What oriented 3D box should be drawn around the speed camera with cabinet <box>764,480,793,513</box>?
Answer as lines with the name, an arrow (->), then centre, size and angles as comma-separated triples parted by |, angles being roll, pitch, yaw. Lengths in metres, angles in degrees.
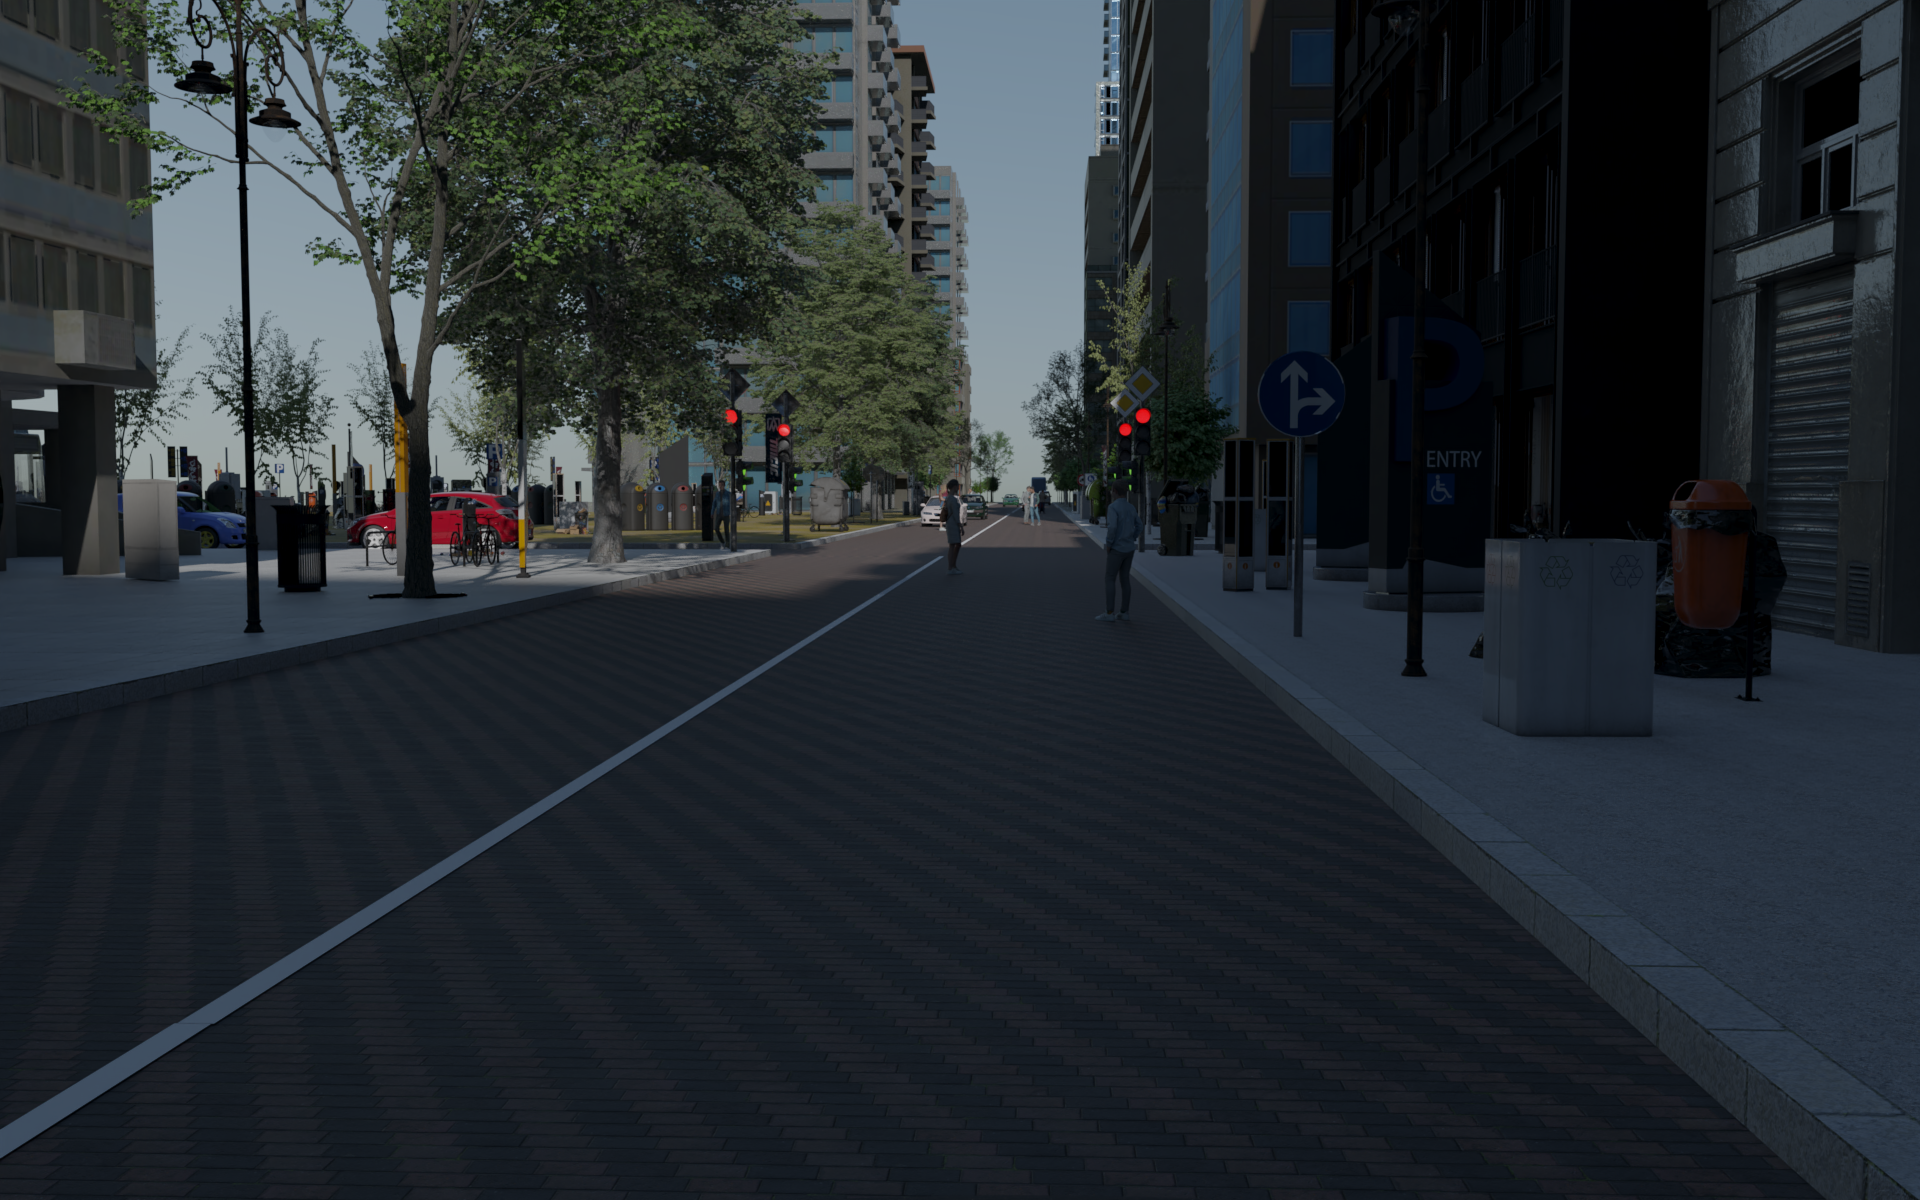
speed camera with cabinet -> -12.093, -7.355, 114.585 | 2.038, 3.252, 0.660 | 1, 4, 10

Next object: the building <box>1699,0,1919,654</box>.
building -> 14.201, -10.368, 2.798 | 16.112, 22.955, 30.059 | 0, 4, 3

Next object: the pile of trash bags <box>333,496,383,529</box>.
pile of trash bags -> -21.681, -3.389, 65.155 | 1.912, 1.369, 3.447 | 3, 5, 41

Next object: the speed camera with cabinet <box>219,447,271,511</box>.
speed camera with cabinet -> -30.225, -4.823, 73.196 | 2.038, 3.252, 0.660 | 1, 4, 9

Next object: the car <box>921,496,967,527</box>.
car -> -0.676, -3.967, 77.214 | 2.083, 1.381, 4.827 | 0, 4, 3

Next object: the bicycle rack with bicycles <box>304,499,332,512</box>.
bicycle rack with bicycles -> -42.919, -6.337, 116.999 | 2.852, 0.926, 2.925 | -2, 4, -24

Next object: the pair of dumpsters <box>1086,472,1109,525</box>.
pair of dumpsters -> 6.183, -4.357, 73.730 | 1.574, 2.255, 4.437 | 0, 4, 3

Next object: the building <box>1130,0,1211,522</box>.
building -> 19.751, -28.335, 86.986 | 21.300, 48.544, 21.600 | 0, 4, 3

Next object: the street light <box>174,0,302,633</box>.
street light -> -6.549, -2.636, 15.887 | 0.468, 5.910, 1.993 | 0, 4, 3

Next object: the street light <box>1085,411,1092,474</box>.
street light -> 7.074, -7.483, 95.133 | 0.468, 5.910, 1.993 | 0, 4, 3

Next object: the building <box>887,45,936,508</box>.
building -> -13.808, -31.383, 167.731 | 22.147, 44.769, 28.867 | 0, 4, 3

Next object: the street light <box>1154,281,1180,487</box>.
street light -> 4.477, -3.967, 37.656 | 0.468, 5.910, 1.993 | 0, 4, 3

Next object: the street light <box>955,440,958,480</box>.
street light -> -0.313, -10.791, 149.215 | 0.468, 5.910, 1.993 | 0, 4, 3

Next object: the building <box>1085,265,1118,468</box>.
building -> 22.793, -27.331, 218.557 | 14.160, 30.474, 14.107 | 0, 4, 3

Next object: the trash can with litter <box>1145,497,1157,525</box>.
trash can with litter -> 7.856, -3.671, 71.405 | 0.624, 1.170, 1.055 | -1, 4, -18

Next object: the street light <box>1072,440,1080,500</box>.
street light -> 8.262, -9.048, 120.714 | 0.468, 5.910, 1.993 | 0, 4, 3

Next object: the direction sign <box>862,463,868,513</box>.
direction sign -> -6.835, -7.835, 120.095 | 0.876, 3.537, 0.379 | 0, 4, -1

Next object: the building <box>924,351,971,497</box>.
building -> -12.920, -23.197, 224.310 | 27.650, 21.520, 28.899 | 0, 4, 3

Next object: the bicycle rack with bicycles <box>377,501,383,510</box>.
bicycle rack with bicycles -> -30.759, -4.777, 91.482 | 2.852, 0.926, 2.925 | -2, 4, -29

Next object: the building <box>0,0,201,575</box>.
building -> -25.057, -20.166, 21.600 | 23.993, 40.220, 32.217 | 0, 4, 3

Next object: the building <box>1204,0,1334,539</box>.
building -> 15.550, -24.735, 54.526 | 14.200, 45.320, 14.600 | 0, 4, 3

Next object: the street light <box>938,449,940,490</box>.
street light -> -1.482, -9.197, 123.165 | 0.468, 5.910, 1.993 | 0, 4, 3

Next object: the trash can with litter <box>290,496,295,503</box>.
trash can with litter -> -47.159, -6.731, 121.440 | 1.055, 1.170, 0.624 | 1, 4, 12

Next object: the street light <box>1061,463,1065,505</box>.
street light -> 11.952, -13.713, 197.000 | 0.468, 5.910, 1.993 | 0, 4, 3

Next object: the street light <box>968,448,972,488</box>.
street light -> 1.045, -12.355, 174.791 | 0.468, 5.910, 1.993 | 0, 4, 3

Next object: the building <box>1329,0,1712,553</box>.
building -> 13.226, -12.028, 26.330 | 12.332, 23.373, 15.834 | 0, 4, 3

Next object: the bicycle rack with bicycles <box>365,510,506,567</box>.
bicycle rack with bicycles -> -9.427, -1.118, 31.659 | 2.852, 0.926, 2.925 | 0, 4, 5

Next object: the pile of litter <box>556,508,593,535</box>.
pile of litter -> -12.359, -2.539, 55.475 | 1.176, 0.858, 1.719 | -1, 4, -15

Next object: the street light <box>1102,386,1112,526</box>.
street light -> 5.943, -5.930, 69.743 | 0.468, 5.910, 1.993 | 0, 4, 3

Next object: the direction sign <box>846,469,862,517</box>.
direction sign -> -6.125, -6.459, 97.605 | 0.876, 3.537, 0.379 | -1, 4, -19

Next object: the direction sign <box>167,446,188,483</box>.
direction sign -> -36.972, -5.500, 81.916 | 0.876, 3.537, 0.379 | -1, 4, -17

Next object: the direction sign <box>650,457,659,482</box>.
direction sign -> -18.596, -6.941, 105.487 | 0.876, 3.537, 0.379 | 3, 5, 43

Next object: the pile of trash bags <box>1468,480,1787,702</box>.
pile of trash bags -> 4.822, -0.149, 12.182 | 1.912, 1.369, 3.447 | 0, 4, 6

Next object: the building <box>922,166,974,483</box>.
building -> -10.137, -38.739, 252.994 | 23.786, 49.044, 30.456 | 0, 4, 3

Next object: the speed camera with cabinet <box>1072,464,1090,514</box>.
speed camera with cabinet -> 8.056, -7.323, 114.075 | 0.660, 3.252, 2.038 | -1, 4, -20

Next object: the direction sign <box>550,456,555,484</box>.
direction sign -> -24.601, -6.892, 104.681 | 0.379, 3.537, 0.876 | -2, 4, -30

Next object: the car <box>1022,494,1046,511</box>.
car -> 6.141, -8.350, 145.566 | 2.155, 1.783, 4.494 | 0, 4, 4

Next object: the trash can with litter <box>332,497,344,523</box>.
trash can with litter -> -26.299, -3.807, 73.632 | 0.624, 1.170, 1.055 | 0, 4, -4

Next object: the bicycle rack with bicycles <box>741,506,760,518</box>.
bicycle rack with bicycles -> -12.270, -4.906, 93.600 | 2.925, 0.926, 2.852 | 0, 3, 0

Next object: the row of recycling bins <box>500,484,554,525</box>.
row of recycling bins -> -18.217, -4.037, 73.112 | 3.534, 1.692, 1.069 | 2, 4, 26

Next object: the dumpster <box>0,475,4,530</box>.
dumpster -> -6.847, -0.463, 10.066 | 1.502, 2.255, 1.985 | 0, 4, 3

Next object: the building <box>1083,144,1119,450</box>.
building -> 27.777, -37.426, 235.611 | 21.300, 48.544, 21.600 | 0, 4, 3

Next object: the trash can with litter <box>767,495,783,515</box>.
trash can with litter -> -11.292, -5.859, 106.852 | 1.678, 1.210, 2.233 | 2, 4, 27

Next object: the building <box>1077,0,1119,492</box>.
building -> 29.271, -58.027, 261.406 | 22.319, 86.520, 31.000 | 0, 4, 3

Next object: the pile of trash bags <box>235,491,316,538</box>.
pile of trash bags -> -19.919, -2.449, 49.799 | 1.912, 1.369, 3.447 | -1, 4, -11

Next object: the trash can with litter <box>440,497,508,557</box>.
trash can with litter -> -10.043, -1.543, 36.280 | 1.678, 1.210, 2.233 | 0, 4, 3

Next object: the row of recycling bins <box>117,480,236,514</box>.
row of recycling bins -> -23.309, -2.694, 51.166 | 3.534, 1.692, 1.069 | -1, 4, -23

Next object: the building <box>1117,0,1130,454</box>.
building -> 25.109, -45.481, 181.872 | 20.563, 71.187, 20.611 | 0, 4, 3

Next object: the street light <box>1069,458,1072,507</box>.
street light -> 9.508, -10.550, 145.272 | 0.468, 5.910, 1.993 | 0, 4, 3

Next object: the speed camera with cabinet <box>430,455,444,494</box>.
speed camera with cabinet -> -27.214, -5.713, 87.748 | 2.038, 3.252, 0.660 | -1, 4, -20

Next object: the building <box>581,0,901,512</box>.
building -> -16.415, -31.676, 137.506 | 23.786, 49.044, 30.456 | 0, 4, 3

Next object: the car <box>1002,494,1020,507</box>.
car -> 5.762, -11.242, 195.600 | 2.131, 1.459, 4.920 | 0, 4, 2

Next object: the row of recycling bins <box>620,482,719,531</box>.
row of recycling bins -> -10.242, -3.295, 60.990 | 3.534, 1.692, 1.069 | -2, 4, -24

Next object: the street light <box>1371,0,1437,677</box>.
street light -> 3.206, -2.401, 12.050 | 0.468, 5.910, 1.993 | 0, 4, 3

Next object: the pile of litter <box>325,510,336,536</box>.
pile of litter -> -19.996, -2.430, 53.692 | 1.176, 0.858, 1.719 | -2, 4, -24

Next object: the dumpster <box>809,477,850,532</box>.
dumpster -> -4.467, -3.262, 59.089 | 1.264, 1.857, 1.865 | 0, 4, 3
